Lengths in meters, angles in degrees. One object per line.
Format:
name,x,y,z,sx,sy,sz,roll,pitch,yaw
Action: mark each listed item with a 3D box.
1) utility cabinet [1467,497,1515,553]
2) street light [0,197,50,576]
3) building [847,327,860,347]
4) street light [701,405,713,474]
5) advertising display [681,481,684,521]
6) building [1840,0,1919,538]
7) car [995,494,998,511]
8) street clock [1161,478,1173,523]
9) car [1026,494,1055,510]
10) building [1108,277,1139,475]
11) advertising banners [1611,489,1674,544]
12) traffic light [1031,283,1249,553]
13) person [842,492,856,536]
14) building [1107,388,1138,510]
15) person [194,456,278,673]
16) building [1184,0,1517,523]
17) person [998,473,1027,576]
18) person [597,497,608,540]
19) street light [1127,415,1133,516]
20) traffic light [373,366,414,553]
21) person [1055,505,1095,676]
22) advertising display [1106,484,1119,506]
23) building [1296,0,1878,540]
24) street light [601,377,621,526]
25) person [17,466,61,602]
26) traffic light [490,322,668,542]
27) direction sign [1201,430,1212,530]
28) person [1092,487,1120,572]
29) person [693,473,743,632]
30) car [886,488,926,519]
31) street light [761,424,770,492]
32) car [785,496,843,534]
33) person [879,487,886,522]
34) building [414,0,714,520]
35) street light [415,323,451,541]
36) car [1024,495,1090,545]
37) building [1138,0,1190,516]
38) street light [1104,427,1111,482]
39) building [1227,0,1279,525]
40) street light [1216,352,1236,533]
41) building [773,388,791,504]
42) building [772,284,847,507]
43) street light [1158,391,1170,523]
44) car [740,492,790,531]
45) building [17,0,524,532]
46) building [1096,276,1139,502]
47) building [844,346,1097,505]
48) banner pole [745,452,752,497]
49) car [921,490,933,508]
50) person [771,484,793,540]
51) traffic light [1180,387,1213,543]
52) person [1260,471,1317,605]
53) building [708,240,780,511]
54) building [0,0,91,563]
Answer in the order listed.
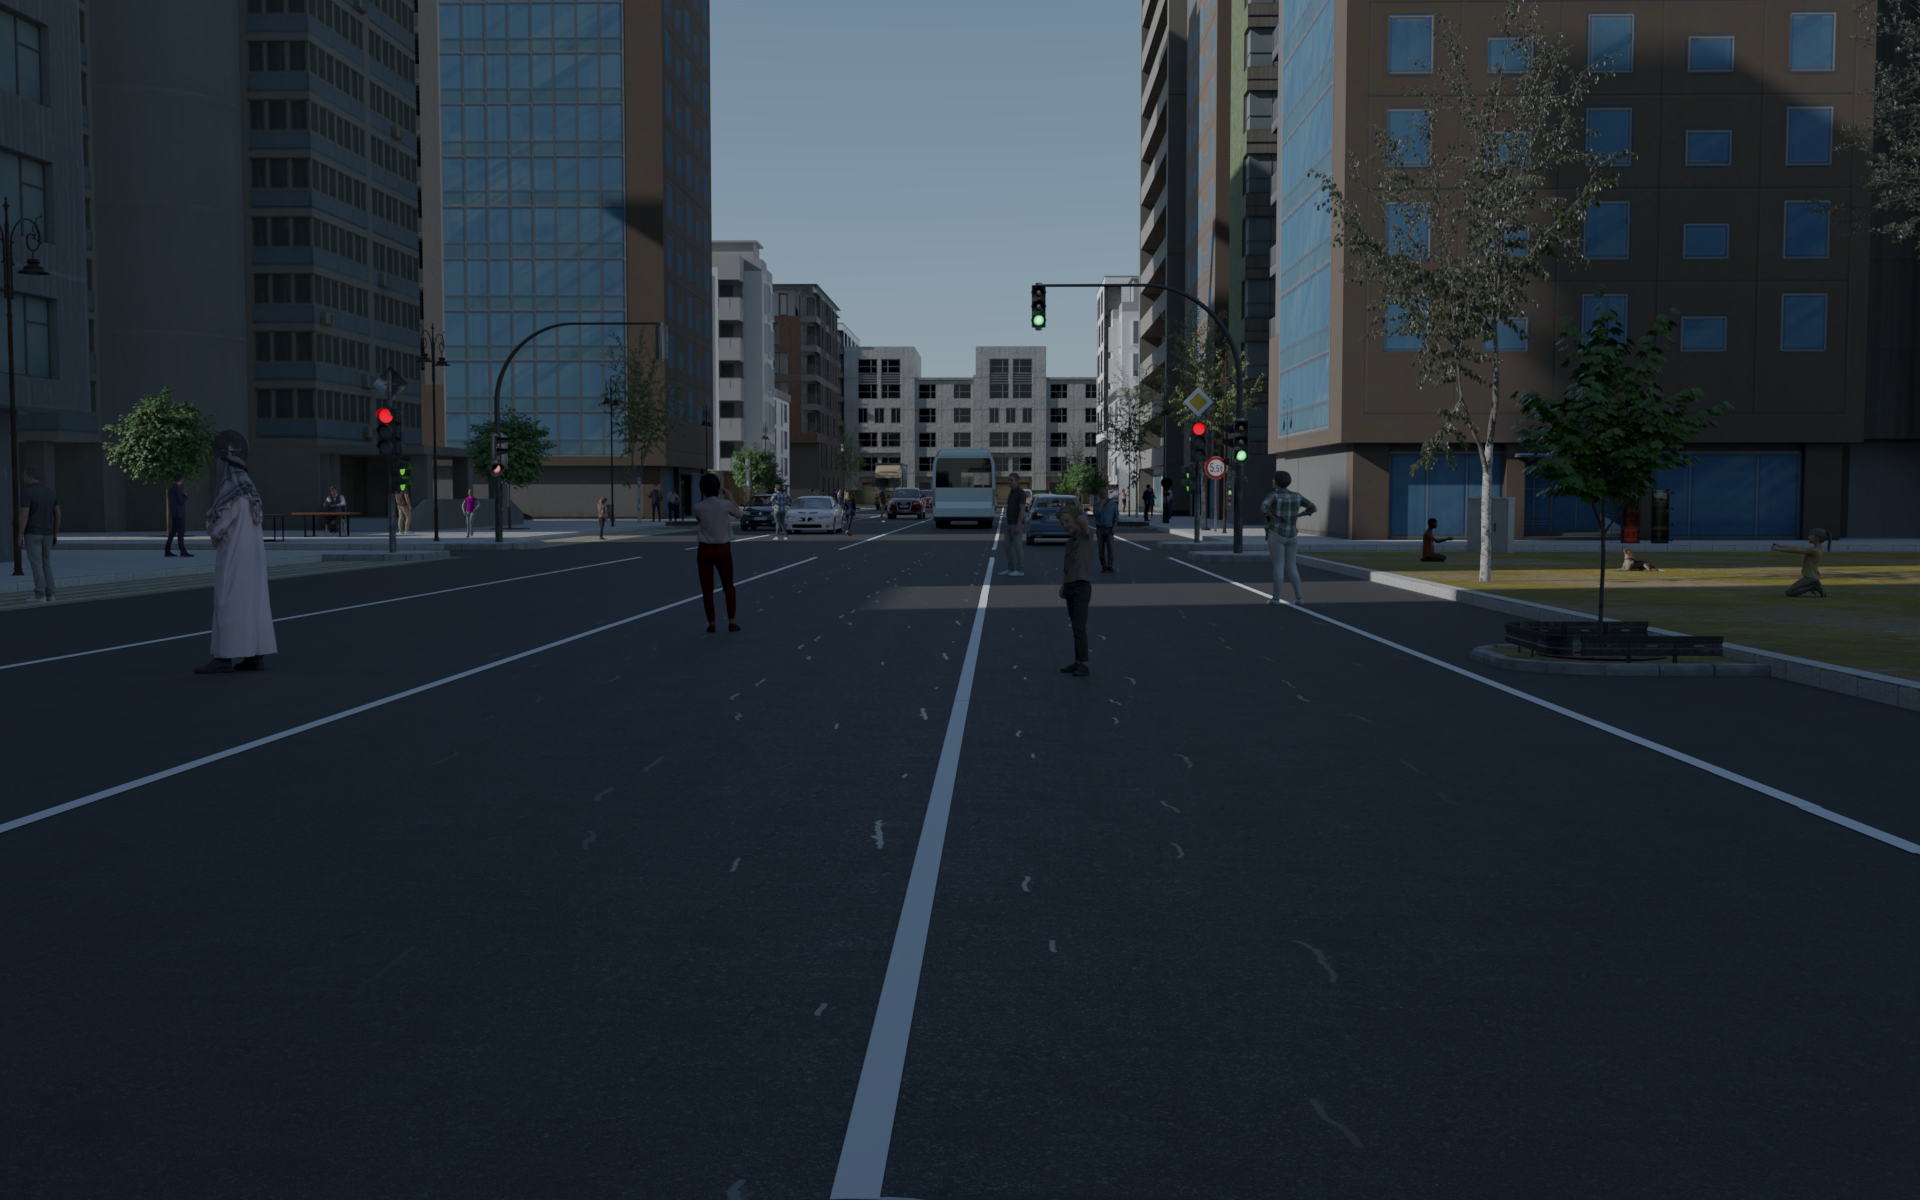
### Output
utility cabinet,11.669,-1.647,38.091,0.306,1.237,1.020,-3,5,-40
street light,-14.837,-3.322,27.107,0.468,5.910,1.993,0,4,2
building,-29.846,-23.057,220.949,32.646,21.610,27.936,0,4,2
street light,-13.115,-7.153,89.742,0.468,5.910,1.993,0,4,2
advertising display,-13.415,-4.805,83.780,0.123,1.923,0.974,0,4,-8
building,31.910,-17.177,52.554,14.107,30.474,14.160,0,4,2
car,2.192,-8.730,151.408,2.281,1.827,5.304,0,4,1
street clock,9.034,-4.353,75.748,0.471,2.002,0.358,2,4,33
car,4.161,-4.556,84.714,2.015,1.641,3.980,0,4,3
building,21.542,-18.344,156.344,16.016,20.091,11.380,0,4,2
advertising banners,17.431,-2.978,44.877,2.074,3.025,0.090,0,4,3
traffic light,3.910,-3.836,37.391,4.771,5.953,1.251,0,4,2
person,-3.793,-2.956,59.374,0.480,1.512,0.613,-1,4,-10
building,17.013,-11.923,137.089,9.099,9.664,28.070,0,4,2
person,-5.881,-0.298,14.034,0.621,1.740,0.551,-1,4,-19
building,19.503,-26.941,90.594,14.600,45.320,14.200,0,4,2
person,0.925,-1.331,30.393,0.434,1.807,0.598,-1,4,-11
person,-11.165,-2.550,54.095,0.435,1.345,0.340,3,5,41
street light,9.690,-7.722,99.037,0.468,5.910,1.993,0,4,2
traffic light,-12.452,-2.999,37.952,0.839,4.253,0.868,0,4,2
person,0.923,-0.086,13.821,0.340,1.345,0.435,-2,4,-35
advertising display,9.896,-6.605,113.203,0.974,1.923,0.123,0,4,2
building,17.780,-24.653,53.187,14.200,45.320,14.600,0,4,2
street light,-13.764,-5.852,68.460,0.468,5.910,1.993,0,4,2
person,-12.226,-0.876,22.952,0.434,1.807,0.598,2,4,30
traffic light,-10.145,-4.358,45.914,4.771,5.953,1.251,0,4,2
direction sign,8.689,-4.224,61.059,0.379,3.537,0.876,2,4,29
person,2.680,-1.283,31.682,0.499,1.552,0.429,2,4,27
person,-2.541,-0.495,18.058,0.517,1.644,0.566,3,4,38
car,-3.091,-5.628,100.690,2.281,1.827,5.304,0,4,2
street light,-12.548,-8.498,111.724,0.468,5.910,1.993,0,4,2
car,-5.361,-3.139,63.679,2.083,1.381,4.827,0,4,2
person,-3.950,-4.917,89.026,0.434,1.807,0.598,2,4,28
building,-21.355,-27.042,92.249,14.600,45.320,14.200,0,4,2
street light,-14.251,-4.538,46.977,0.468,5.910,1.993,0,4,2
car,2.764,-2.314,49.837,2.014,1.417,4.499,0,4,2
building,22.728,-29.638,108.283,21.300,48.544,21.600,0,4,2
street light,10.217,-9.015,120.175,0.468,5.910,1.993,0,4,2
building,18.826,-24.038,76.616,14.154,41.232,14.086,0,4,2
street light,8.637,-5.113,56.388,0.468,5.910,1.993,0,4,2
building,-18.942,-12.573,147.721,9.099,9.664,28.070,0,4,2
building,-29.789,-20.716,182.680,32.646,21.610,27.936,0,4,2
street light,9.160,-6.415,77.669,0.468,5.910,1.993,0,4,2
car,-7.723,-3.638,69.263,2.009,1.686,4.222,0,4,1
building,-34.787,-22.864,65.707,32.217,40.220,23.993,0,4,2
building,27.866,-20.436,178.109,27.936,21.610,32.646,0,4,2
building,2.087,-21.355,215.610,31.486,18.905,16.747,0,4,2
banner pole,-12.662,-6.974,104.038,0.401,3.779,0.863,-3,5,-41
car,-2.881,-8.521,147.993,2.281,1.827,5.304,0,4,2
person,-5.639,-2.755,54.274,0.841,1.734,0.376,-3,4,-38
traffic light,6.217,-3.458,45.459,0.839,4.253,0.868,0,4,2
person,4.193,-0.806,22.401,0.841,1.734,0.376,-1,4,-18
building,-21.747,-16.566,127.268,16.016,20.091,11.380,0,4,2
building,-23.933,-21.110,28.741,14.086,41.232,14.154,0,4,2
